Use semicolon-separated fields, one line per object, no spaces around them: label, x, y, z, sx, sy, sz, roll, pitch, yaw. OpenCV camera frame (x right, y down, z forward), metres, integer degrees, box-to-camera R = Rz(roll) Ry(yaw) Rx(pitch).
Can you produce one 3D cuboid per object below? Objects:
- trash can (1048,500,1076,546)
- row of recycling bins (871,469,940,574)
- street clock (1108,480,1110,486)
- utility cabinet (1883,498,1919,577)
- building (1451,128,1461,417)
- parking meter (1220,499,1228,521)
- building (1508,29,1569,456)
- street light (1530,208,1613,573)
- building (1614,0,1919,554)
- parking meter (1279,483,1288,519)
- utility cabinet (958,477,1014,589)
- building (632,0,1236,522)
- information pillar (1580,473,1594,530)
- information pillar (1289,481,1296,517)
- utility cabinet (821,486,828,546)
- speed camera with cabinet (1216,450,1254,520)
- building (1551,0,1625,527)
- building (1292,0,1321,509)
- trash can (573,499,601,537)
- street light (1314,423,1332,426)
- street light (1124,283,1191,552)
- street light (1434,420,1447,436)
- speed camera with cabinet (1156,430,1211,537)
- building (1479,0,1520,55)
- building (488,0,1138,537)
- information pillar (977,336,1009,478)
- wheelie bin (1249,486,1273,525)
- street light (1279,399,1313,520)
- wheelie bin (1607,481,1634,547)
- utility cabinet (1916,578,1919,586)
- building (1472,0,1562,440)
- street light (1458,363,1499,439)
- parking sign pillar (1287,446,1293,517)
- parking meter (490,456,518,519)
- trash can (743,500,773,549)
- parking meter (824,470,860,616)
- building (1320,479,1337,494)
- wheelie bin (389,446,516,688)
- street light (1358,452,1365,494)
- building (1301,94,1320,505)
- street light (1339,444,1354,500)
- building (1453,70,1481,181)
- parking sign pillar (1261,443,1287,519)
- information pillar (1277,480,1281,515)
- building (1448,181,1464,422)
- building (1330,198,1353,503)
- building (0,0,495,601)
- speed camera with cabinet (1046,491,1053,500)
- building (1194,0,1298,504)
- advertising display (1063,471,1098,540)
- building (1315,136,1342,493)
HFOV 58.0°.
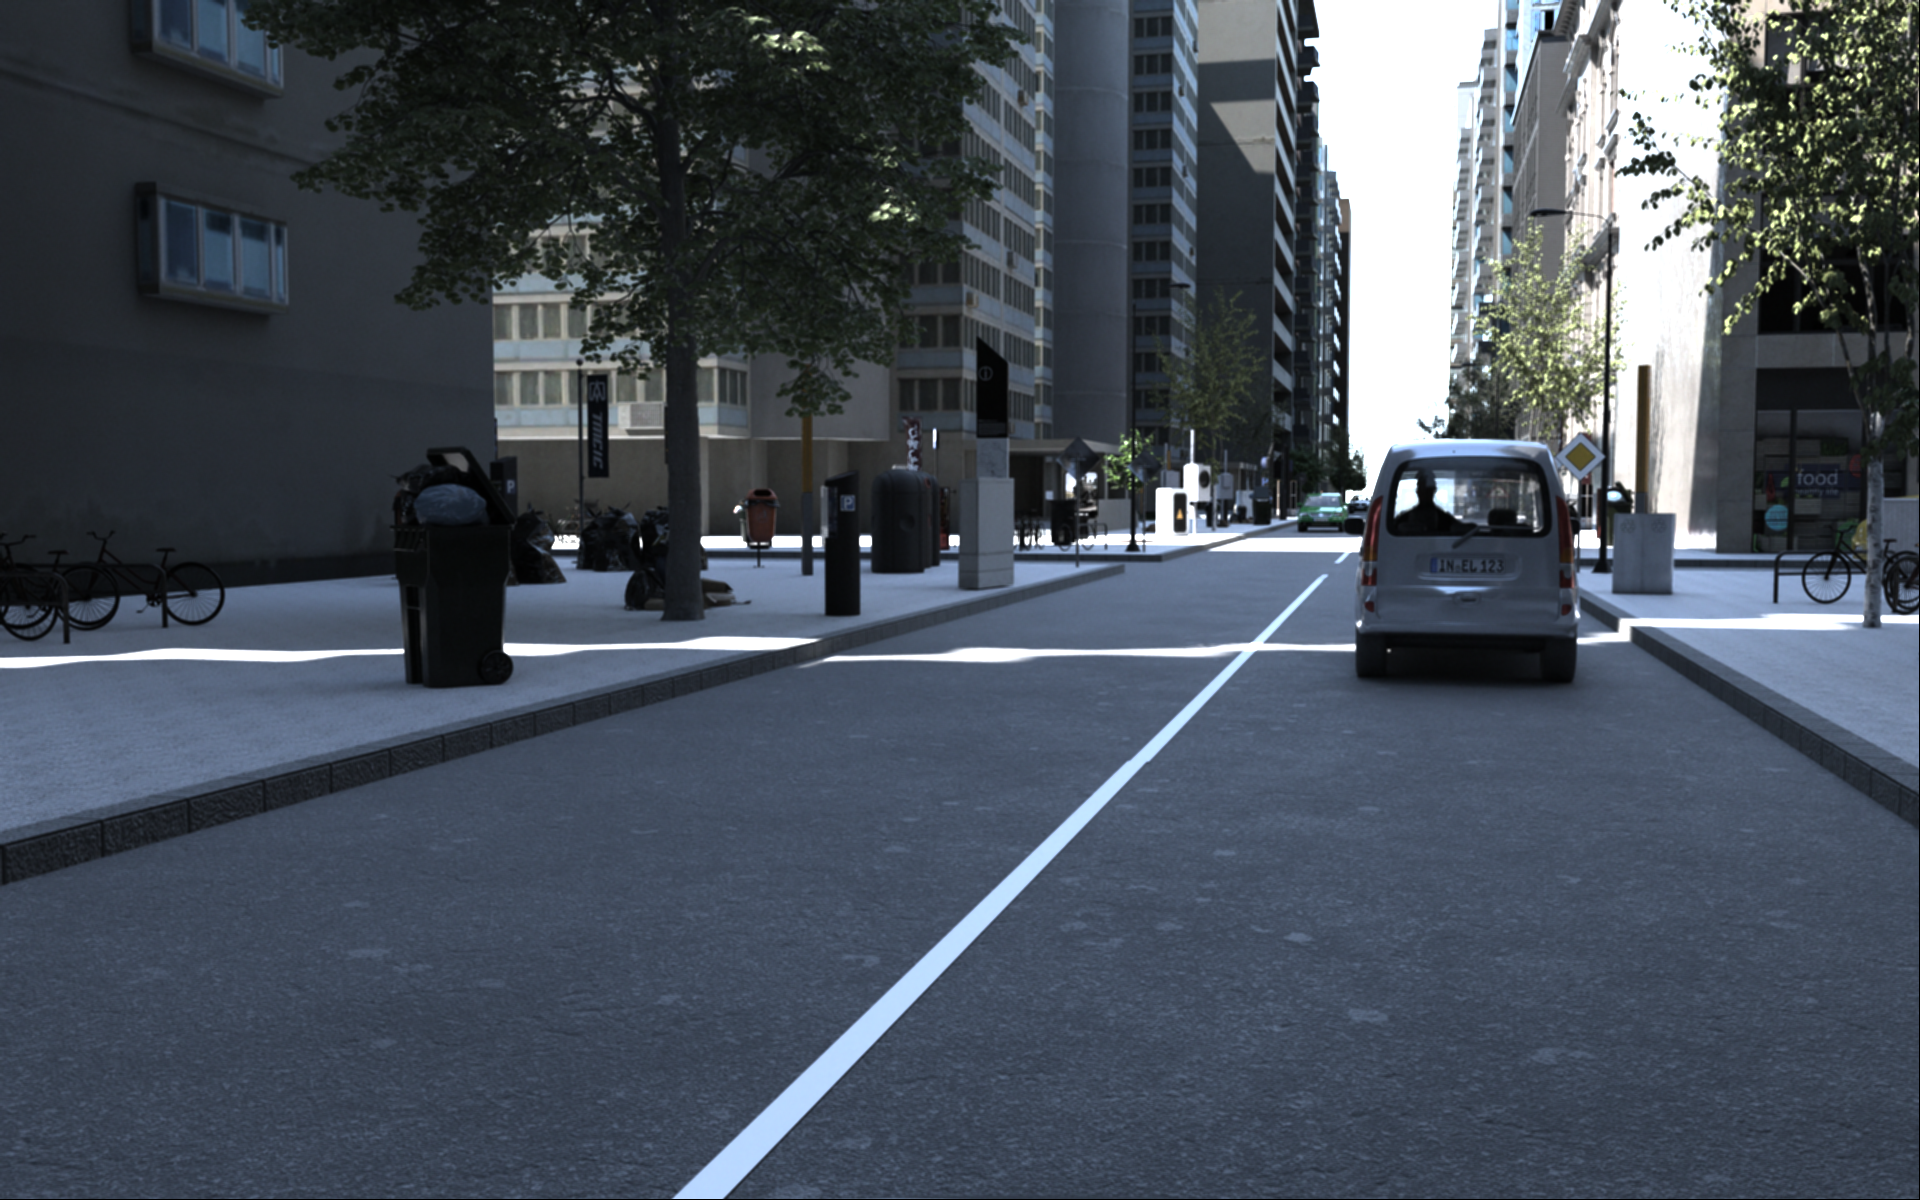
trash can;2.566;-1.929;43.190;0.748;1.137;0.748;0;3;0
row of recycling bins;-0.945;-1.377;29.619;1.069;1.692;3.534;0;4;5
street clock;6.707;-4.353;75.737;0.471;2.002;0.358;2;4;25
utility cabinet;15.207;-1.017;27.790;1.020;1.237;0.306;0;4;5
building;69.766;-35.723;203.671;23.786;49.044;30.456;1;4;14
parking meter;12.577;-4.531;82.492;0.372;1.533;0.369;0;3;0
building;38.002;-18.408;94.485;14.314;27.812;24.014;1;4;14
street light;9.959;-3.405;28.209;1.470;5.913;1.316;1;4;14
building;35.134;-14.498;41.558;34.151;26.468;19.350;1;4;14
parking meter;16.642;-5.097;89.042;0.399;1.863;0.255;0;4;5
utility cabinet;0.355;-0.915;23.631;0.318;1.500;1.173;2;4;26
building;0.918;-25.081;101.959;32.217;40.220;23.993;1;4;14
information pillar;22.241;-3.484;61.459;0.304;2.012;0.304;-2;4;-29
information pillar;18.329;-5.558;95.362;0.304;2.012;0.304;0;4;-3
utility cabinet;-3.042;-2.011;41.560;0.318;1.500;1.173;-1;4;-21
speed camera with cabinet;12.479;-5.104;77.788;2.038;3.252;0.660;-1;4;-17
building;32.265;-17.349;71.053;14.401;28.519;23.554;1;4;14
building;19.220;-30.238;149.017;22.147;44.769;28.867;1;4;14
trash can;-10.336;-2.222;47.991;0.748;1.137;0.748;0;3;0
street light;23.434;-8.569;112.637;1.470;5.913;1.316;1;4;14
street light;4.379;-4.022;38.307;1.470;5.913;1.316;1;4;14
street light;30.517;-8.296;108.174;1.470;5.913;1.316;1;4;14
speed camera with cabinet;6.813;-3.569;52.682;0.660;3.252;2.038;3;5;44
building;59.663;-33.137;161.400;23.786;49.044;30.456;1;4;14
building;-10.481;-22.669;62.513;32.217;40.220;23.993;1;4;14
information pillar;0.468;-2.096;25.620;0.504;3.616;0.183;1;4;13
wheelie bin;12.856;-4.013;73.517;0.693;1.594;0.980;-2;4;-27
street light;16.431;-6.882;85.064;1.470;5.913;1.316;1;4;14
wheelie bin;16.058;-2.105;42.324;0.693;1.594;0.980;1;4;13
utility cabinet;13.838;-0.800;24.244;1.020;1.237;0.306;-2;4;-29
building;51.348;-50.014;130.399;22.319;86.520;31.000;1;4;14
street light;18.443;-5.432;61.356;1.470;5.913;1.316;1;4;14
parking sign pillar;18.420;-6.745;98.759;1.447;3.967;1.447;-2;4;-27
parking meter;-7.053;-1.289;26.793;0.255;1.863;0.399;2;4;25
trash can;-4.668;-1.751;40.289;0.748;1.137;0.748;0;3;0
parking meter;-1.245;-0.608;18.346;0.372;1.533;0.369;0;3;0
building;29.300;-31.652;209.390;32.217;40.220;23.993;1;4;14
wheelie bin;-3.424;-0.231;11.680;0.693;1.594;0.980;-3;5;-39
street light;43.945;-13.454;192.509;1.470;5.913;1.316;1;4;14
building;27.496;-29.724;169.580;14.154;41.232;14.086;1;4;14
street light;35.441;-11.421;159.275;1.470;5.913;1.316;1;4;14
building;80.445;-43.021;245.389;21.231;58.520;28.212;1;4;14
parking sign pillar;16.122;-6.260;90.821;1.447;3.967;1.447;1;4;21
information pillar;17.268;-5.435;93.350;0.304;2.012;0.304;0;4;-1
building;71.196;-33.205;226.494;14.154;41.232;14.086;1;4;14
building;50.429;-37.044;255.772;14.600;45.320;14.200;1;4;14
building;-21.015;-24.330;21.495;21.600;48.544;21.300;1;4;14
speed camera with cabinet;3.927;-5.771;88.695;0.660;3.252;2.038;3;5;41
building;12.518;-30.595;123.929;21.300;48.544;21.600;1;4;14
advertising display;3.403;-2.663;48.760;0.974;1.923;0.123;0;4;-7
building;39.822;-37.623;234.749;23.786;49.044;30.456;1;4;14
